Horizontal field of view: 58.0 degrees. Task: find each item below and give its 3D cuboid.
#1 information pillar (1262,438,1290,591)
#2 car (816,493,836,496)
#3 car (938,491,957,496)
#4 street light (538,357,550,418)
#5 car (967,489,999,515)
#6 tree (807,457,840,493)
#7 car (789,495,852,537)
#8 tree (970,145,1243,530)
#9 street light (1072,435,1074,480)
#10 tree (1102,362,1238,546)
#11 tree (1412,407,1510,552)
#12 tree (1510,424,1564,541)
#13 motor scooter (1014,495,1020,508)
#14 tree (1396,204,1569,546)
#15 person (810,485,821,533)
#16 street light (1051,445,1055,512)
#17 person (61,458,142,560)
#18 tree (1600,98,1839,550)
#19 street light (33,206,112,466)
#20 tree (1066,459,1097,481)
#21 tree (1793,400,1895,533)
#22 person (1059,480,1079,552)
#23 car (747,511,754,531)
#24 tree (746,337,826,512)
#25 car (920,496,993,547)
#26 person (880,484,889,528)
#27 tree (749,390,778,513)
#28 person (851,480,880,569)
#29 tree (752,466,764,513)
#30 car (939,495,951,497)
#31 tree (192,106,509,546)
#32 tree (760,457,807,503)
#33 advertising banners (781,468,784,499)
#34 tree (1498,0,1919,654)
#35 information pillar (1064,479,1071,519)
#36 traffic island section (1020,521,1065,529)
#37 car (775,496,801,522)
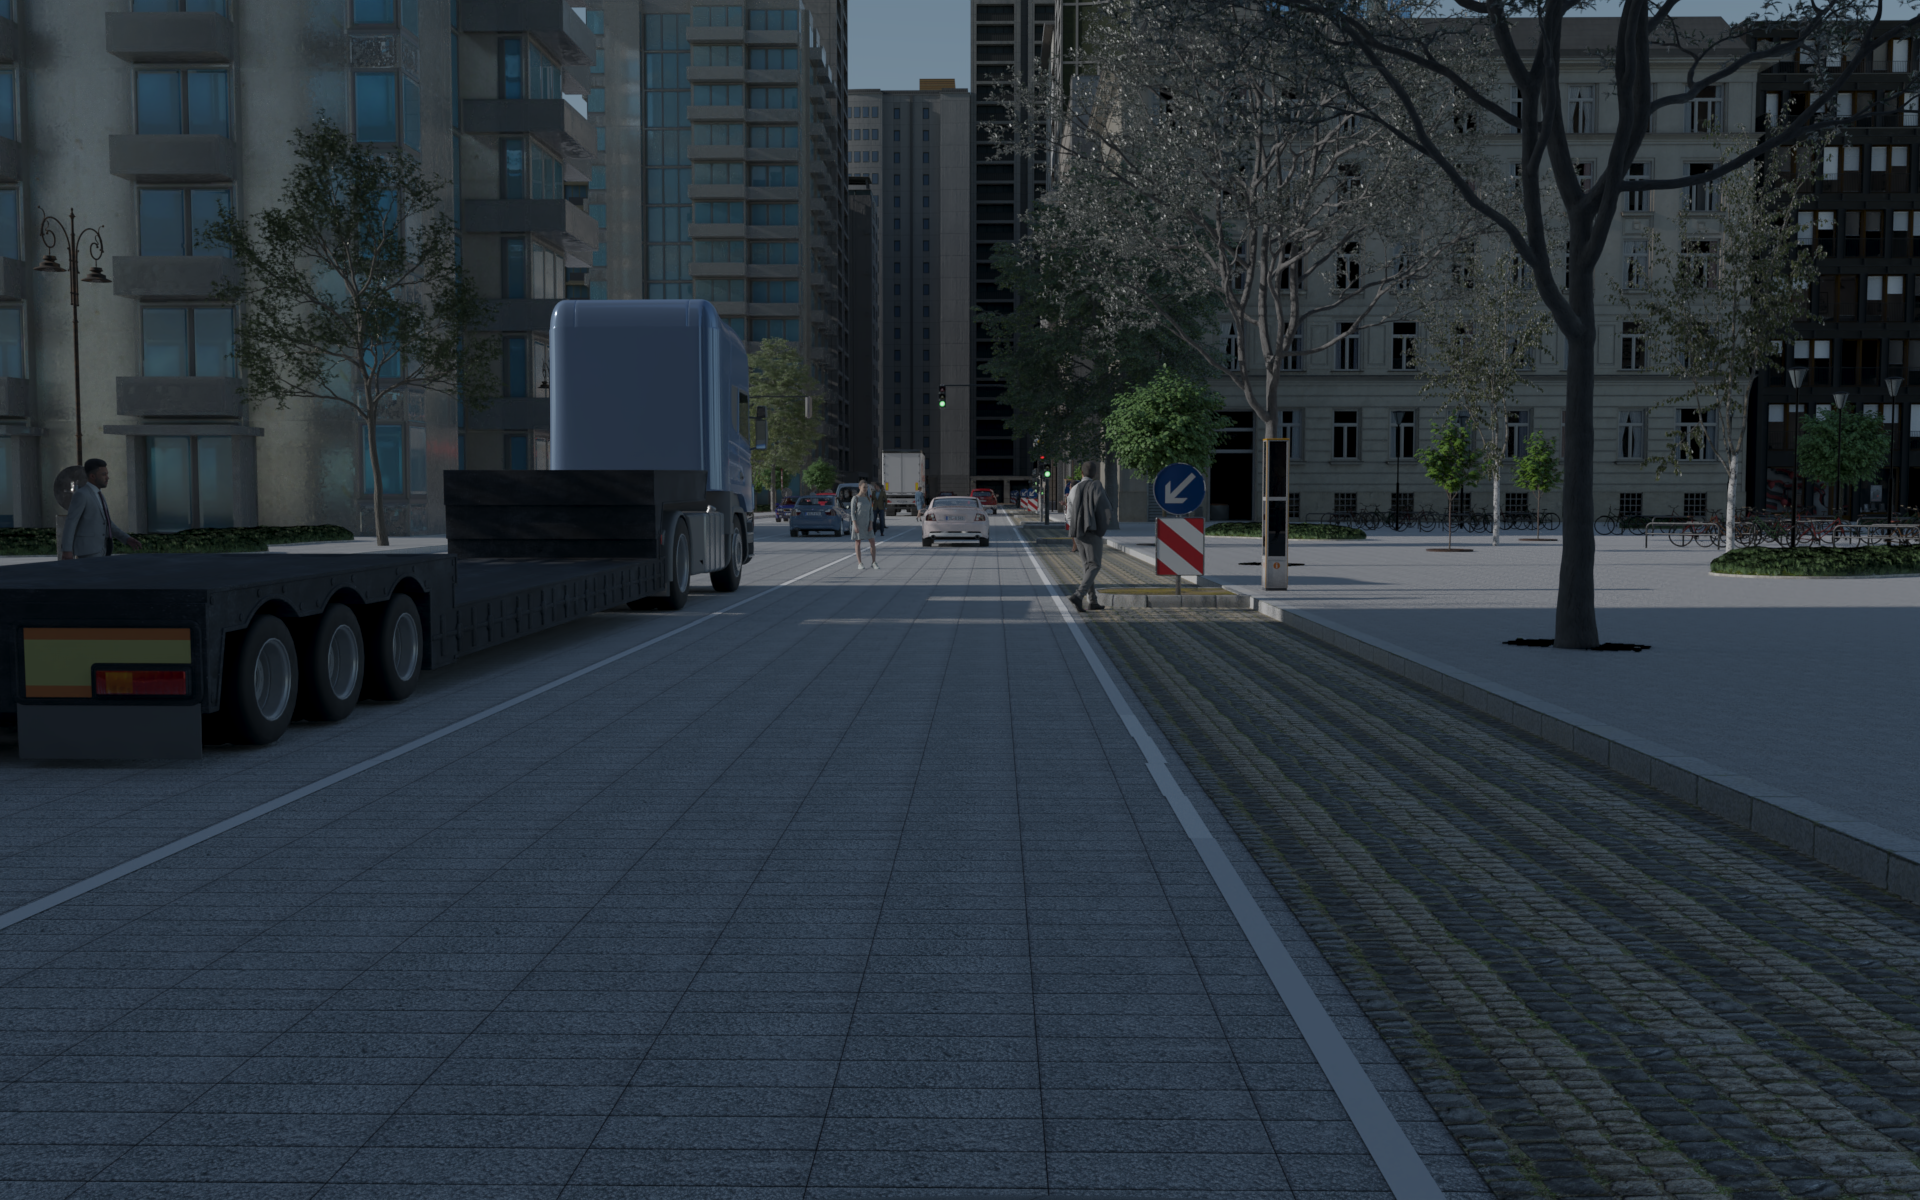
[{"bbox_3d":[4.190,-1.132,23.004,0.304,2.012,0.304,0,4,1],"label":"information pillar"},{"bbox_3d":[-7.431,-5.356,96.612,2.155,1.783,4.494,0,4,2],"label":"car"},{"bbox_3d":[-1.527,-12.205,208.227,2.281,1.827,5.304,0,4,2],"label":"car"},{"bbox_3d":[-13.812,-5.241,58.481,0.468,5.910,1.993,0,4,1],"label":"street light"},{"bbox_3d":[1.604,-6.970,122.638,2.281,1.827,5.304,0,4,2],"label":"car"},{"bbox_3d":[-12.040,-10.188,150.289,4.285,4.588,4.351,0,3,0],"label":"tree"},{"bbox_3d":[-4.753,-2.885,59.174,2.014,1.417,4.499,0,4,2],"label":"car"},{"bbox_3d":[5.331,-9.515,62.226,9.857,13.997,8.962,0,3,0],"label":"tree"},{"bbox_3d":[6.136,-7.424,94.164,0.468,5.910,1.993,0,4,1],"label":"street light"},{"bbox_3d":[5.222,-3.646,43.318,4.285,4.588,4.351,0,3,0],"label":"tree"},{"bbox_3d":[11.091,-2.693,38.640,1.663,3.219,1.824,0,3,0],"label":"tree"},{"bbox_3d":[16.023,-3.238,47.548,1.663,3.219,1.824,0,3,0],"label":"tree"},{"bbox_3d":[5.821,-9.846,173.758,0.815,1.314,1.986,0,4,0],"label":"motor scooter"},{"bbox_3d":[13.008,-5.639,42.559,4.360,8.622,3.978,0,3,0],"label":"tree"},{"bbox_3d":[-5.379,-3.326,63.227,0.624,1.780,0.694,-1,4,-12],"label":"person"},{"bbox_3d":[6.658,-9.288,124.645,0.468,5.910,1.993,0,4,1],"label":"street light"},{"bbox_3d":[-8.805,-0.538,17.566,0.850,1.792,0.678,0,4,-4],"label":"person"},{"bbox_3d":[14.659,-5.054,32.988,4.360,8.622,3.978,0,3,0],"label":"tree"},{"bbox_3d":[-14.328,-3.384,28.119,0.468,5.910,1.993,0,4,1],"label":"street light"},{"bbox_3d":[6.653,-6.268,97.078,1.663,3.219,1.824,0,3,0],"label":"tree"},{"bbox_3d":[29.642,-4.561,58.285,4.285,4.588,4.351,0,3,0],"label":"tree"},{"bbox_3d":[2.747,-2.054,42.440,0.532,1.782,0.716,1,4,18],"label":"person"},{"bbox_3d":[-8.609,-3.303,63.795,2.009,1.686,4.222,0,4,-1],"label":"car"},{"bbox_3d":[-13.121,-12.662,125.149,7.486,12.596,7.792,0,3,0],"label":"tree"},{"bbox_3d":[-0.107,-2.218,48.625,2.083,1.381,4.827,0,4,0],"label":"car"},{"bbox_3d":[-3.356,-3.887,72.151,0.850,1.850,0.679,3,4,37],"label":"person"},{"bbox_3d":[-13.789,-10.034,114.423,4.737,8.622,4.395,0,3,0],"label":"tree"},{"bbox_3d":[-1.854,-1.443,33.097,0.512,1.701,0.522,-2,4,-33],"label":"person"},{"bbox_3d":[-13.958,-7.599,118.837,1.663,3.219,1.824,0,3,0],"label":"tree"},{"bbox_3d":[-1.471,-9.866,173.889,1.945,1.354,3.894,0,4,2],"label":"car"},{"bbox_3d":[-14.629,-6.614,42.558,7.601,10.594,8.767,0,4,-5],"label":"tree"},{"bbox_3d":[-15.316,-9.863,144.977,4.285,4.588,4.351,0,3,0],"label":"tree"},{"bbox_3d":[-12.115,-7.532,119.328,0.090,3.025,2.074,0,4,6],"label":"advertising banners"},{"bbox_3d":[5.045,-6.336,13.957,12.009,13.543,11.850,0,3,0],"label":"tree"},{"bbox_3d":[5.415,-5.041,86.915,0.304,2.012,0.304,0,4,-7],"label":"information pillar"},{"bbox_3d":[3.781,-3.528,79.968,2.009,0.180,2.903,0,4,1],"label":"traffic island section"},{"bbox_3d":[-8.443,-4.685,89.174,1.945,1.354,3.894,0,4,3],"label":"car"}]
